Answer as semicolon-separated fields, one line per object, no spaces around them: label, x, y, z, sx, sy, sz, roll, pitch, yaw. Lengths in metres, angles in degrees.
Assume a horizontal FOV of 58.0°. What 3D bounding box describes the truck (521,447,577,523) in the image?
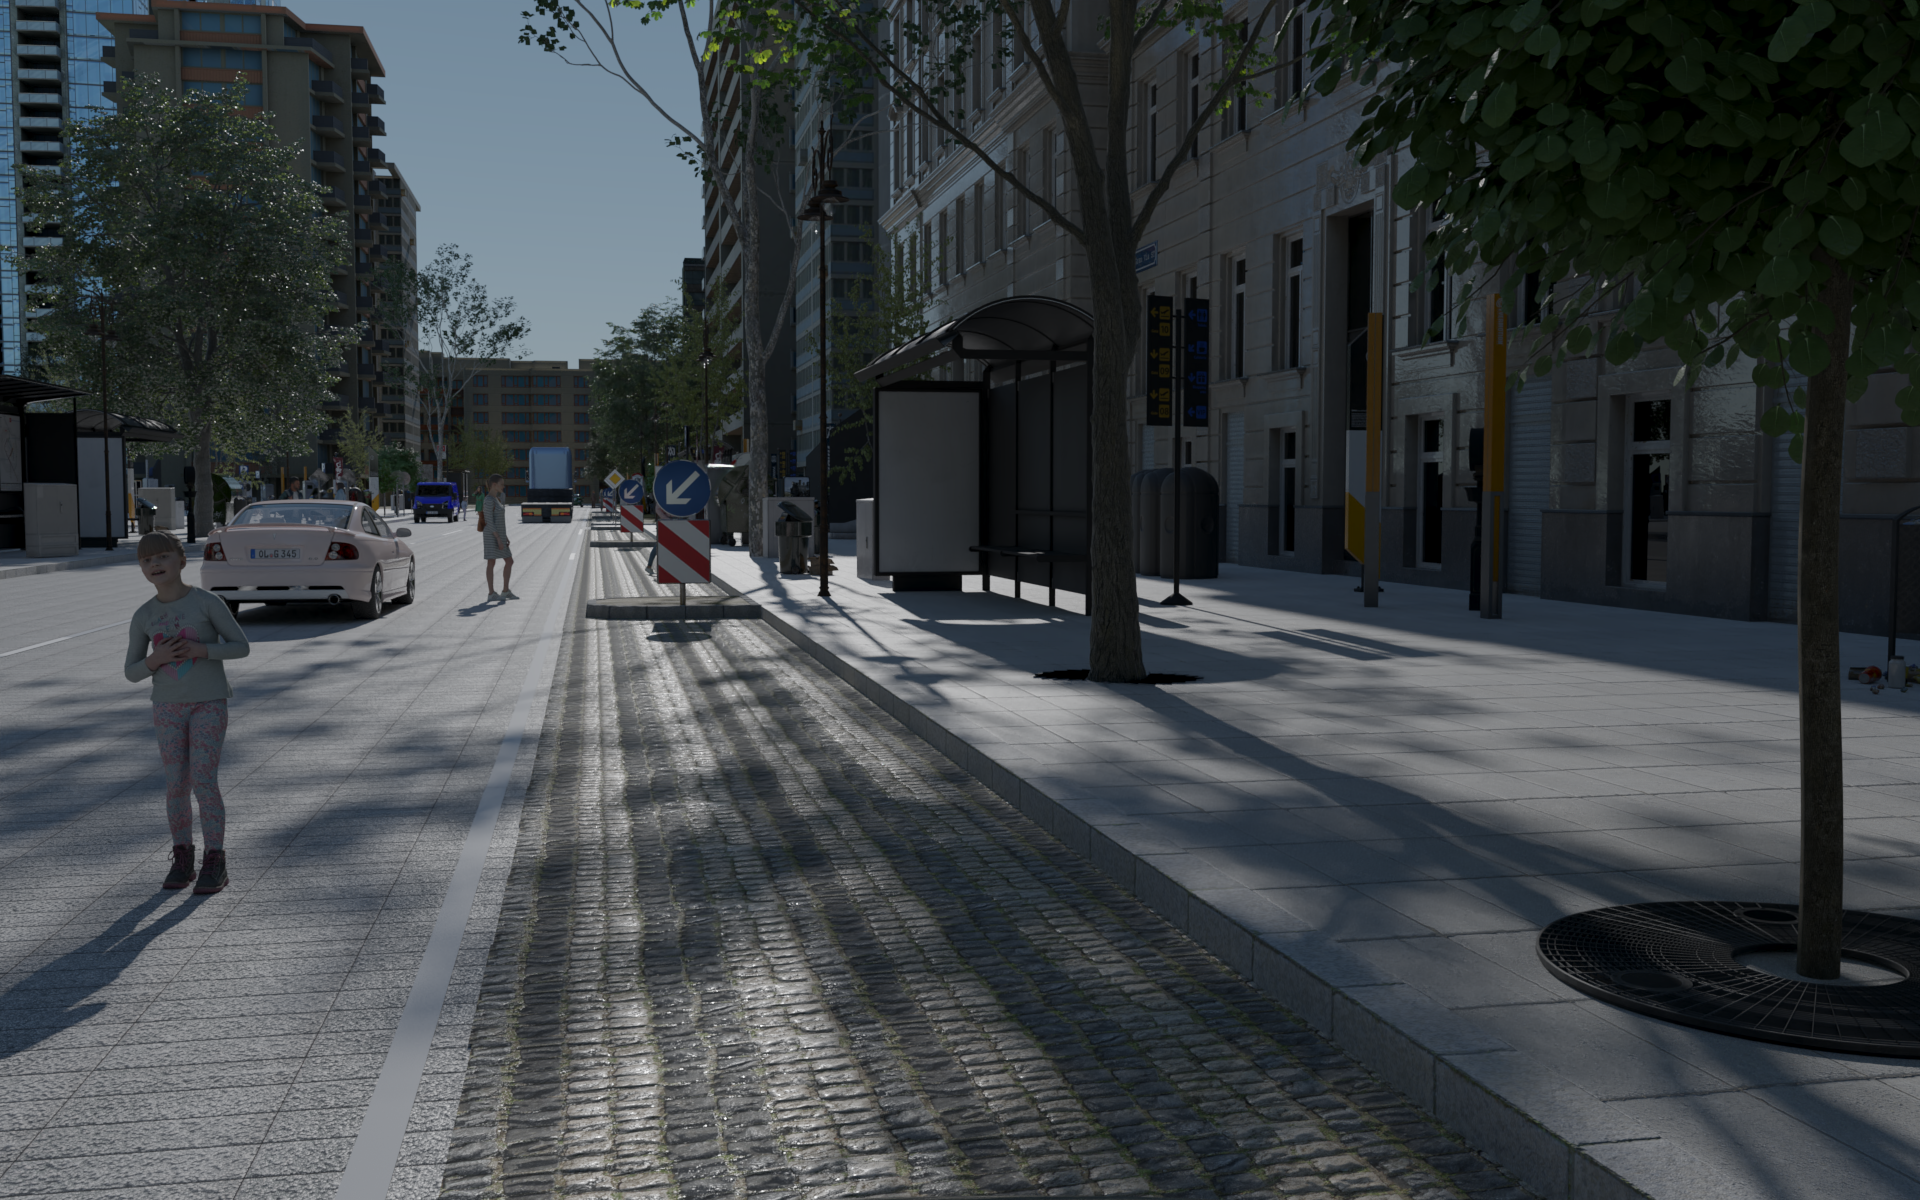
truck;-22.344;-6.387;94.185;2.967;4.110;18.799;-1;4;-12

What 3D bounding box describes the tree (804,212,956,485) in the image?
tree;-1.917;-5.828;45.649;4.737;8.622;4.395;0;3;0

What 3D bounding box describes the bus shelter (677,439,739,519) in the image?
bus shelter;-9.661;-4.425;66.276;2.014;3.302;5.546;-1;4;-12

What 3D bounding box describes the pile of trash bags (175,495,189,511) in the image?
pile of trash bags;-60.508;-7.693;135.531;1.912;1.369;3.447;2;4;23

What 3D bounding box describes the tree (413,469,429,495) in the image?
tree;-35.456;-7.220;112.645;1.663;3.219;1.824;0;3;0

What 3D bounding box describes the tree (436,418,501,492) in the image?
tree;-46.876;-13.009;163.058;4.737;8.622;4.395;0;3;0

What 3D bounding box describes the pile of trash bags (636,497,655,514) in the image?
pile of trash bags;-19.191;-6.136;110.079;1.912;1.369;3.447;2;4;23

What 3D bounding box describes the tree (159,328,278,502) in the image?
tree;-32.985;-7.681;75.943;4.360;8.622;3.978;0;3;0

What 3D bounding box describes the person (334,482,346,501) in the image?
person;-18.544;-2.639;51.904;0.793;1.790;0.793;3;5;43

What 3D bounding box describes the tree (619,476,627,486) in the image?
tree;-27.257;-9.049;142.552;1.663;3.219;1.824;0;3;0

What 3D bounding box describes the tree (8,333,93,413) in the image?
tree;-53.083;-10.208;101.315;7.601;10.594;8.767;-1;4;-11

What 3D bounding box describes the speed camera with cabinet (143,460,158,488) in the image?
speed camera with cabinet;-46.144;-6.438;99.595;2.038;3.252;0.660;2;4;33

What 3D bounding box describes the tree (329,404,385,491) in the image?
tree;-49.300;-11.711;141.833;4.360;8.622;3.978;0;3;0

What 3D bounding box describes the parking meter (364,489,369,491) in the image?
parking meter;-29.393;-4.742;85.943;0.372;1.533;0.369;0;3;0

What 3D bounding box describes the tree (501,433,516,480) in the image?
tree;-49.940;-14.109;181.038;4.737;8.622;4.395;0;3;0

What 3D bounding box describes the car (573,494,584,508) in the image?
car;-41.335;-10.632;185.624;2.131;1.459;4.920;-1;4;-11

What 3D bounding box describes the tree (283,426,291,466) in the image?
tree;-56.797;-11.680;141.338;4.360;8.622;3.978;0;3;0

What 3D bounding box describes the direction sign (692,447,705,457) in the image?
direction sign;-12.759;-5.638;84.171;0.876;3.537;0.379;2;4;27

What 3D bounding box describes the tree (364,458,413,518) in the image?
tree;-30.812;-6.017;92.973;1.663;3.219;1.824;0;3;0

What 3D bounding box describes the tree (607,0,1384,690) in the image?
tree;1.001;-5.259;11.743;9.928;11.665;9.643;0;3;0

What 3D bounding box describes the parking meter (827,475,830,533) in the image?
parking meter;-3.792;-2.792;51.363;0.255;1.863;0.399;0;4;6

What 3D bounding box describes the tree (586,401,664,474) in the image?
tree;-31.178;-14.132;165.466;7.601;10.594;8.767;2;4;30

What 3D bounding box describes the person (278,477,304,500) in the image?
person;-15.141;-1.896;39.491;0.794;1.824;0.713;-3;4;-38

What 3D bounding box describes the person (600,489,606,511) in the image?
person;-27.789;-7.718;134.869;0.537;1.800;0.526;-3;5;-44

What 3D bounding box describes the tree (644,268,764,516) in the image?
tree;-8.371;-6.515;56.888;4.737;8.622;4.395;0;3;0

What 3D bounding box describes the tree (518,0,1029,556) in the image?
tree;-4.804;-10.880;33.779;12.611;20.169;13.585;0;3;0

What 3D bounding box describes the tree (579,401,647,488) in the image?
tree;-38.240;-17.048;195.739;9.611;12.733;9.660;0;3;0

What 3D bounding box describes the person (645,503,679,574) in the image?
person;-5.257;-1.324;30.734;0.643;1.750;0.593;1;4;22

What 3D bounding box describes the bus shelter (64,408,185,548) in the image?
bus shelter;-21.236;-3.045;43.715;2.014;3.302;5.546;-1;4;-12

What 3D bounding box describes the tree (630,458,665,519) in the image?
tree;-16.109;-5.894;90.972;1.663;3.219;1.824;0;3;0

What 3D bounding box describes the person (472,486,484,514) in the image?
person;-22.741;-4.484;82.055;0.600;1.795;0.529;1;4;12

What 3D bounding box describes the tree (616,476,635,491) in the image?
tree;-42.066;-16.147;214.357;4.360;8.622;3.978;0;3;0

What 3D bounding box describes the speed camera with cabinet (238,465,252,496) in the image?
speed camera with cabinet;-48.134;-7.392;115.193;0.660;3.252;2.038;2;4;28

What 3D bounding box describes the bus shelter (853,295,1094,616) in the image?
bus shelter;0.163;-1.617;20.369;2.014;3.302;5.546;-1;4;-12

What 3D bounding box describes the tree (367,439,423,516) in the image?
tree;-33.874;-7.344;103.795;4.285;4.588;4.351;0;3;0

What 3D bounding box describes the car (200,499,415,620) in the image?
car;-7.802;-0.529;21.008;2.083;1.381;4.827;-1;4;-10

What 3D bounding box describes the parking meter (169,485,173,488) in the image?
parking meter;-52.750;-6.735;115.828;0.255;1.863;0.399;-1;4;-19

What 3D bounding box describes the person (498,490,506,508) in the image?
person;-37.318;-8.093;141.019;0.583;1.804;0.606;1;4;16

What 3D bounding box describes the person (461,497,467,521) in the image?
person;-26.276;-4.840;91.912;0.425;1.301;0.394;1;4;21

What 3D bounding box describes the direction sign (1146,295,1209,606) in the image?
direction sign;2.512;-1.713;20.000;0.876;3.537;0.379;-2;4;-31

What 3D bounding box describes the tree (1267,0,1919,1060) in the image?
tree;2.368;-1.273;4.520;4.285;4.588;4.351;0;3;0

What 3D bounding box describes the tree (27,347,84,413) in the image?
tree;-43.739;-8.139;83.436;4.360;8.622;3.978;0;3;0

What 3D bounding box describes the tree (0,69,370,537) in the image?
tree;-22.673;-8.845;51.269;9.857;13.997;8.962;0;3;0

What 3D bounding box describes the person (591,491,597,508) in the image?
person;-36.380;-9.974;172.123;0.434;1.755;0.990;-3;5;-40

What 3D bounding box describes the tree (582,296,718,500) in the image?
tree;-20.081;-12.601;112.685;9.857;13.997;8.962;0;3;0

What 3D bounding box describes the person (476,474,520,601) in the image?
person;-6.252;-0.845;23.322;0.522;1.701;0.512;0;4;-1

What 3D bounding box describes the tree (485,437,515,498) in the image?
tree;-56.583;-15.993;211.855;4.360;8.622;3.978;0;3;0

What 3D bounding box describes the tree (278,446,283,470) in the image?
tree;-39.600;-8.799;94.231;4.360;8.622;3.978;0;3;0

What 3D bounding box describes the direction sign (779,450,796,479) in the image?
direction sign;-8.788;-5.894;88.357;0.876;3.537;0.379;-1;4;-18

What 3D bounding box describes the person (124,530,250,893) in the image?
person;-2.808;0.396;6.303;0.425;1.301;0.394;-1;4;-22
